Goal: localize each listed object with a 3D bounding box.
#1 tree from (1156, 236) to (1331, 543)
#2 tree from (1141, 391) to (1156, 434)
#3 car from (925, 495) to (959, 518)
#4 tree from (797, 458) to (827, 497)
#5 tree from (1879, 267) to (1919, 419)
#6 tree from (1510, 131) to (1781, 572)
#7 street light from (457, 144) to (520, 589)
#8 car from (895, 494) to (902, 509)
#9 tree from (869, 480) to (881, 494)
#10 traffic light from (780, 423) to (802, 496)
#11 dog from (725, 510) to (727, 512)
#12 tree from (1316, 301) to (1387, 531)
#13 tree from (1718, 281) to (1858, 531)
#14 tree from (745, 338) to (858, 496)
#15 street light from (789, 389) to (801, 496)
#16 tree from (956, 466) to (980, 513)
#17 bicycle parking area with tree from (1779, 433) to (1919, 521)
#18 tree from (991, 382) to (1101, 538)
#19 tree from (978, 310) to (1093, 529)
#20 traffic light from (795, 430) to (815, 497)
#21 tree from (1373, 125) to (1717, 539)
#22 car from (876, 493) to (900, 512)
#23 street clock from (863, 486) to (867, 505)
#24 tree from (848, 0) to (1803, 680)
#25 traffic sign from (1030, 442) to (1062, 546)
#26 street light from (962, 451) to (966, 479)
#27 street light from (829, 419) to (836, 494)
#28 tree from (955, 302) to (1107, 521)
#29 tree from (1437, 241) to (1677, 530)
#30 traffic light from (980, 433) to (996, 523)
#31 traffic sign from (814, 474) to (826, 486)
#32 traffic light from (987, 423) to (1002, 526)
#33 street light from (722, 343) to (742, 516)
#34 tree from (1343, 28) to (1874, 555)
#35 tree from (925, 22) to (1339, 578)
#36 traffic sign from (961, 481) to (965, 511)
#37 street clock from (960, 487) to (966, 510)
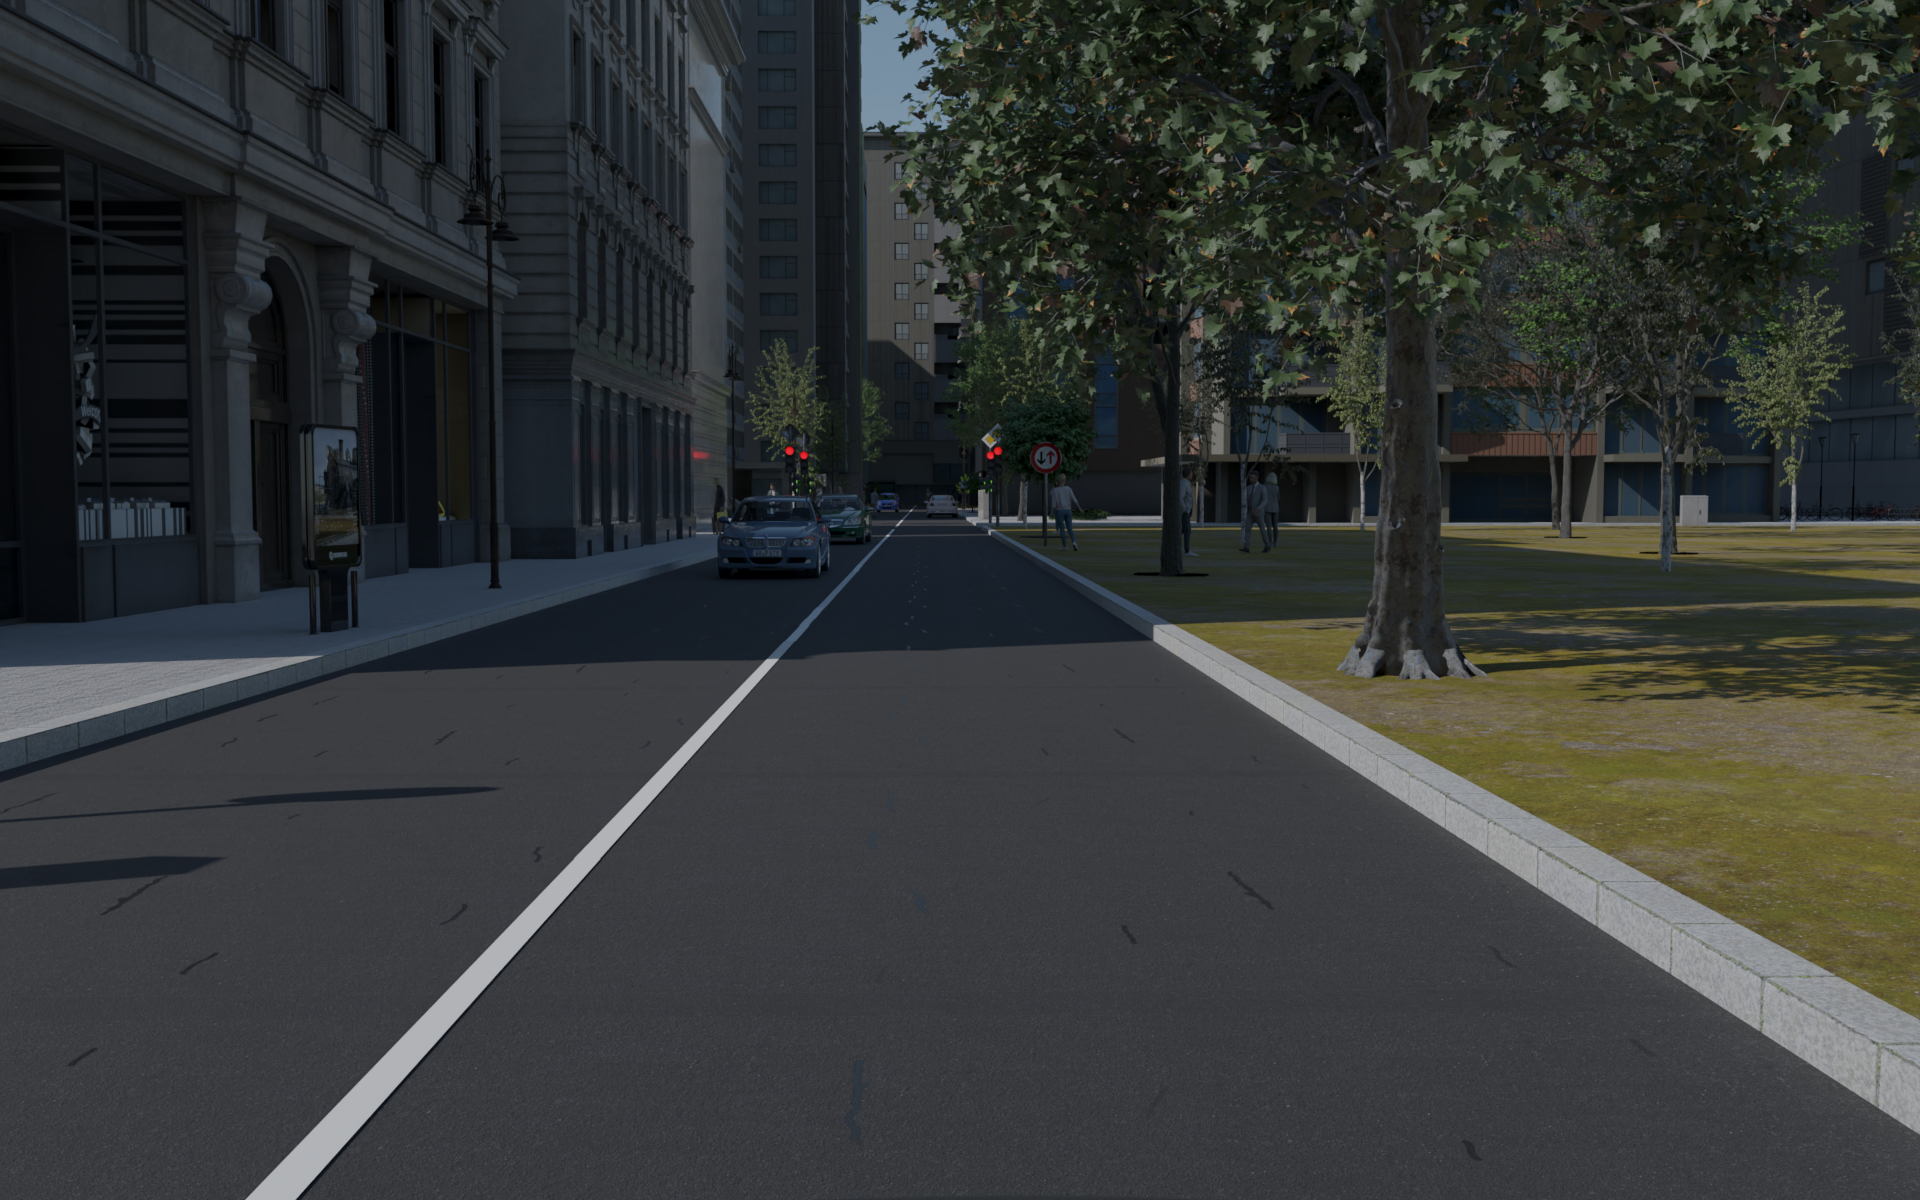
[{"bbox_3d":[7.486,-5.791,45.049,4.360,8.622,3.978,0,3,0],"label":"tree"},{"bbox_3d":[8.974,-7.057,65.747,4.360,8.622,3.978,0,3,0],"label":"tree"},{"bbox_3d":[-1.097,-5.690,105.396,2.083,1.381,4.827,0,4,-2],"label":"car"},{"bbox_3d":[-7.780,-5.981,92.384,1.663,3.219,1.824,0,3,0],"label":"tree"},{"bbox_3d":[29.211,-6.165,51.165,4.360,8.622,3.978,0,3,0],"label":"tree"},{"bbox_3d":[11.462,-4.768,28.314,4.360,8.622,3.978,0,3,0],"label":"tree"},{"bbox_3d":[-6.322,-3.094,23.369,0.468,5.910,1.993,0,4,-1],"label":"street light"},{"bbox_3d":[-6.721,-9.836,169.855,2.155,1.783,4.494,0,4,-1],"label":"car"},{"bbox_3d":[-10.773,-14.047,224.271,1.663,3.219,1.824,0,3,0],"label":"tree"},{"bbox_3d":[-6.683,-4.860,68.388,0.839,4.253,0.868,0,4,-1],"label":"traffic light"},{"bbox_3d":[-10.749,-3.916,78.413,0.513,0.831,0.800,2,4,28],"label":"dog"},{"bbox_3d":[14.171,-6.730,60.406,4.737,8.622,4.395,0,3,0],"label":"tree"},{"bbox_3d":[28.430,-6.667,59.363,4.737,8.622,4.395,0,3,0],"label":"tree"},{"bbox_3d":[-7.864,-7.994,81.067,4.737,8.622,4.395,0,3,0],"label":"tree"},{"bbox_3d":[-7.295,-6.350,76.617,0.468,5.910,1.993,0,4,-1],"label":"street light"},{"bbox_3d":[1.072,-7.599,118.847,1.663,3.219,1.824,0,3,0],"label":"tree"},{"bbox_3d":[42.960,-5.961,84.471,9.016,4.147,8.231,2,4,24],"label":"bicycle parking area with tree"},{"bbox_3d":[2.556,-4.124,51.137,4.285,4.588,4.351,0,3,0],"label":"tree"},{"bbox_3d":[2.512,-6.890,63.022,4.737,8.622,4.395,0,3,0],"label":"tree"},{"bbox_3d":[-6.837,-5.349,76.371,0.839,4.253,0.868,0,4,-1],"label":"traffic light"},{"bbox_3d":[17.710,-8.543,50.044,12.009,13.543,11.850,0,3,0],"label":"tree"},{"bbox_3d":[-5.734,-7.811,137.301,1.945,1.707,3.694,0,3,0],"label":"car"},{"bbox_3d":[-8.292,-8.952,150.934,0.358,2.002,0.471,-2,4,-25],"label":"street clock"},{"bbox_3d":[3.186,-5.823,12.214,9.611,12.733,9.660,0,3,0],"label":"tree"},{"bbox_3d":[2.103,-2.592,42.477,0.768,2.556,0.104,0,4,0],"label":"traffic sign"},{"bbox_3d":[0.362,-10.911,151.180,0.468,5.910,1.993,0,4,-1],"label":"street light"},{"bbox_3d":[-7.853,-8.190,106.688,0.468,5.910,1.993,0,4,-1],"label":"street light"},{"bbox_3d":[3.181,-9.028,82.013,7.601,10.594,8.767,1,4,22],"label":"tree"},{"bbox_3d":[21.330,-7.798,61.911,8.767,10.594,7.601,0,4,0],"label":"tree"},{"bbox_3d":[1.323,-5.359,76.544,0.839,4.253,0.868,0,4,-1],"label":"traffic light"},{"bbox_3d":[-7.151,-5.294,88.693,0.606,2.300,0.079,0,4,0],"label":"traffic sign"},{"bbox_3d":[1.477,-4.871,68.560,0.839,4.253,0.868,0,4,-1],"label":"traffic light"},{"bbox_3d":[-6.942,-4.908,53.032,0.468,5.910,1.993,0,4,-1],"label":"street light"},{"bbox_3d":[15.149,-6.787,36.727,9.928,11.665,9.643,0,3,0],"label":"tree"},{"bbox_3d":[3.146,-6.179,26.779,9.928,11.665,9.643,0,3,0],"label":"tree"},{"bbox_3d":[0.360,-7.884,131.027,0.606,2.300,0.079,0,4,3],"label":"traffic sign"},{"bbox_3d":[0.248,-8.520,143.864,0.471,2.002,0.358,0,4,-1],"label":"street clock"}]
